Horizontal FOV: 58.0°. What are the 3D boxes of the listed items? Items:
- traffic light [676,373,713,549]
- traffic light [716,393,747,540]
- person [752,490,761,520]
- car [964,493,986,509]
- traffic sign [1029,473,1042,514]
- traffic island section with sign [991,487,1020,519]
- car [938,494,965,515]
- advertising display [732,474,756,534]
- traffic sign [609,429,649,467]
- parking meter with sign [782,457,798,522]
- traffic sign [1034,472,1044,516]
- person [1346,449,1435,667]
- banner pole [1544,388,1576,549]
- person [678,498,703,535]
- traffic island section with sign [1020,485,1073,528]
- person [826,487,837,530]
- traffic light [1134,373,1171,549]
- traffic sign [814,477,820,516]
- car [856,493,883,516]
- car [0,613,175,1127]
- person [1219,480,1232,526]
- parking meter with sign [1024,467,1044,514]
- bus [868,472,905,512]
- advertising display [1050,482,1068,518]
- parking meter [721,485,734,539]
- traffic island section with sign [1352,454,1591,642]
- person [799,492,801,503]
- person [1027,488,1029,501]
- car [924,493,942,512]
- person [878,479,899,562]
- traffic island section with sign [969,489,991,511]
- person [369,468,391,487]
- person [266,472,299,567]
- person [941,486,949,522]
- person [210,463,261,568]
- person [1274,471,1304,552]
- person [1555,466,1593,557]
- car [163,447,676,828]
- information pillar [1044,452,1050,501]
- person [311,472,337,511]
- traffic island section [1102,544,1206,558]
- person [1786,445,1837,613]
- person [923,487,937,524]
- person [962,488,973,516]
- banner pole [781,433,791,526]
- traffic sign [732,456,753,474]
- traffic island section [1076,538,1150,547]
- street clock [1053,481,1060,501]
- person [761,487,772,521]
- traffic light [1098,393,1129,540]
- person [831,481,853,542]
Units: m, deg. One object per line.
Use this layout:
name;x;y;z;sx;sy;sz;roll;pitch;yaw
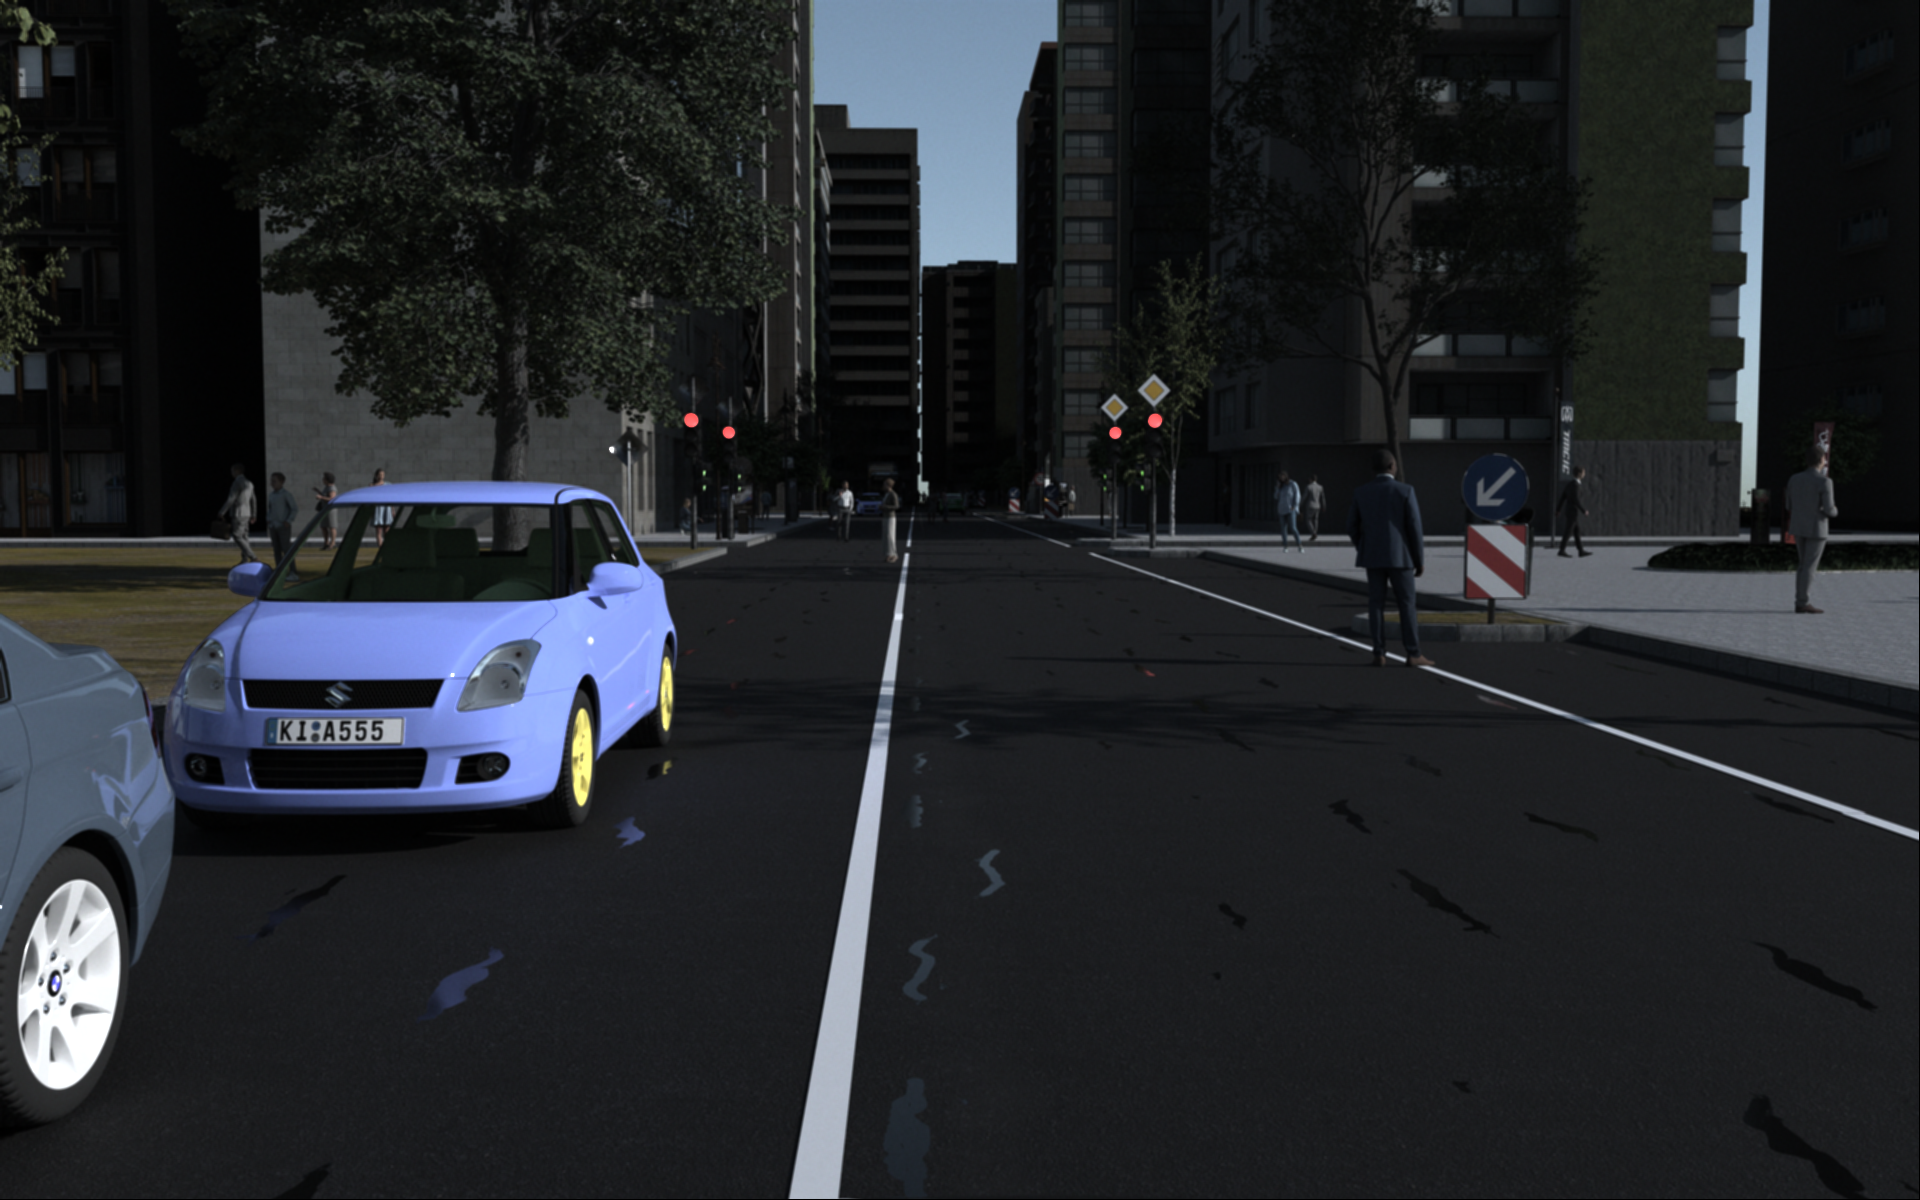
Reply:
traffic light;-6.166;-3.133;40.152;0.839;4.253;0.868;0;4;-1
traffic light;-6.369;-3.622;48.135;0.839;4.253;0.868;0;4;-1
person;-10.030;-4.787;84.656;0.599;1.781;0.374;2;4;30
car;1.388;-8.828;154.123;2.009;1.686;4.222;0;4;-3
traffic sign;4.770;-6.691;109.399;0.884;2.594;0.081;0;4;3
traffic island section with sign;3.006;-5.640;100.841;1.989;1.847;2.006;0;4;-1
car;-0.546;-6.836;120.564;1.959;1.807;4.718;0;4;0
advertising display;-6.983;-3.092;55.768;0.974;1.923;0.123;3;4;36
traffic sign;-6.720;-2.164;35.116;0.795;2.593;0.064;0;4;1
parking meter with sign;-7.825;-5.133;80.192;0.543;3.016;1.738;-1;4;-15
traffic sign;4.717;-6.177;101.107;0.768;2.556;0.104;1;4;8
person;3.575;-0.349;14.393;0.721;1.800;0.419;1;4;21
banner pole;14.210;-3.114;40.928;0.863;3.779;0.401;-2;4;-28
person;-8.518;-2.631;54.565;0.738;1.151;1.012;-1;4;-17
traffic island section with sign;3.703;-3.957;73.324;1.989;1.847;2.006;0;4;-1
person;-5.150;-3.658;69.306;0.512;1.701;0.522;2;4;35
traffic light;4.492;-3.151;40.438;0.839;4.253;0.868;0;4;-1
traffic sign;-8.662;-6.325;103.524;0.768;2.556;0.104;0;4;1
car;-5.782;-6.299;112.575;1.945;1.707;3.694;0;4;0
car;-2.878;0.569;2.700;2.014;1.417;4.499;0;4;-1
person;10.740;-3.905;69.801;0.656;1.842;0.836;1;4;19
parking meter with sign;4.810;-7.060;111.691;0.543;3.016;1.738;-3;4;-38
bus;-6.120;-8.989;141.828;2.948;3.499;13.247;0;4;-3
advertising display;5.384;-5.448;94.284;0.974;1.923;0.123;-1;4;-10
parking meter;-6.710;-2.546;50.042;0.372;1.533;0.369;0;3;0
traffic island section with sign;5.122;-0.558;17.759;1.989;1.847;2.006;0;4;-1
person;-10.020;-6.063;106.018;0.563;1.720;0.643;-1;4;-23
person;4.809;-6.889;119.434;0.466;1.731;0.760;3;5;44
car;-1.829;-8.080;141.141;2.155;1.783;4.494;0;4;-2
person;-1.532;-1.680;36.516;0.362;1.759;0.519;-2;4;-28
traffic island section with sign;1.744;-8.679;150.523;1.989;1.847;2.006;0;4;-1
person;-11.959;-1.806;35.664;0.616;1.811;0.778;-1;4;-19
person;-10.090;-1.091;25.696;0.589;1.601;0.330;2;4;33
person;-0.757;-4.856;87.903;0.388;1.821;0.555;0;4;1
person;-12.498;-1.460;30.029;0.853;1.813;0.709;0;4;3
person;7.270;-1.952;38.231;0.793;1.790;0.793;0;4;7
person;12.499;-1.791;35.108;0.755;1.850;0.659;0;4;5
car;-2.470;0.063;8.558;1.945;1.707;3.694;0;4;-1
information pillar;4.786;-6.359;95.330;0.183;3.616;0.504;3;4;36
person;-14.535;-2.029;39.574;0.532;1.782;0.716;-2;4;-35
traffic island section;4.532;-1.118;40.553;2.009;0.180;2.903;0;4;-1
person;9.241;-0.761;18.679;0.583;1.804;0.606;-2;4;-25
person;-1.449;-4.507;82.543;0.716;1.782;0.532;2;4;32
person;0.494;-6.332;112.127;0.778;1.811;0.616;2;4;25
banner pole;-7.052;-4.909;70.274;0.401;3.779;0.863;-1;4;-12
traffic sign;-7.405;-3.581;58.659;0.768;2.556;0.104;0;4;2
traffic island section;4.329;-1.606;48.536;2.009;0.180;2.903;0;4;-1
street clock;5.153;-5.383;92.589;0.358;2.002;0.471;-1;4;-17
person;-9.085;-4.494;81.332;0.589;1.601;0.330;2;4;29
traffic light;4.288;-3.639;48.421;0.839;4.253;0.868;0;4;-1
person;-3.546;-2.664;52.160;0.679;1.850;0.850;-1;4;-16
